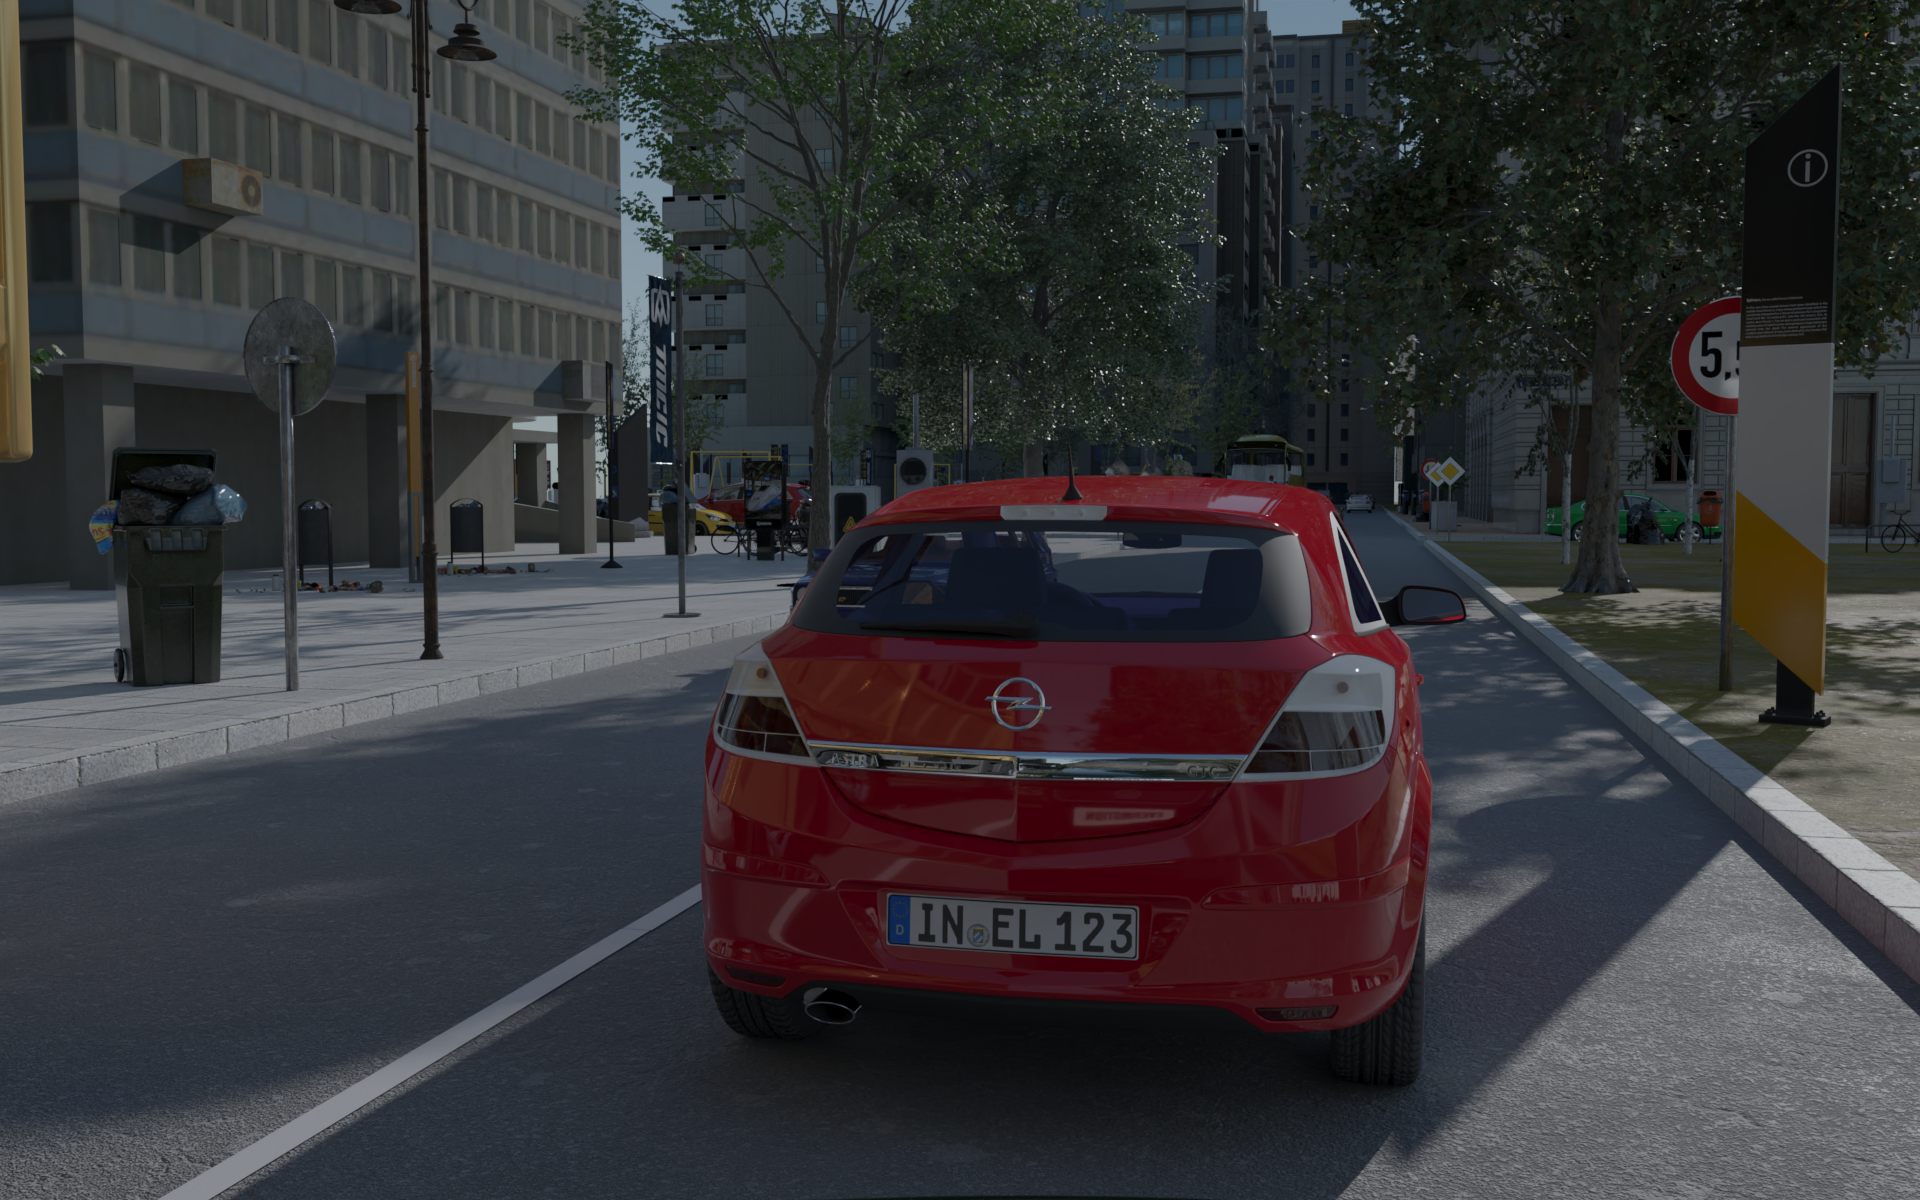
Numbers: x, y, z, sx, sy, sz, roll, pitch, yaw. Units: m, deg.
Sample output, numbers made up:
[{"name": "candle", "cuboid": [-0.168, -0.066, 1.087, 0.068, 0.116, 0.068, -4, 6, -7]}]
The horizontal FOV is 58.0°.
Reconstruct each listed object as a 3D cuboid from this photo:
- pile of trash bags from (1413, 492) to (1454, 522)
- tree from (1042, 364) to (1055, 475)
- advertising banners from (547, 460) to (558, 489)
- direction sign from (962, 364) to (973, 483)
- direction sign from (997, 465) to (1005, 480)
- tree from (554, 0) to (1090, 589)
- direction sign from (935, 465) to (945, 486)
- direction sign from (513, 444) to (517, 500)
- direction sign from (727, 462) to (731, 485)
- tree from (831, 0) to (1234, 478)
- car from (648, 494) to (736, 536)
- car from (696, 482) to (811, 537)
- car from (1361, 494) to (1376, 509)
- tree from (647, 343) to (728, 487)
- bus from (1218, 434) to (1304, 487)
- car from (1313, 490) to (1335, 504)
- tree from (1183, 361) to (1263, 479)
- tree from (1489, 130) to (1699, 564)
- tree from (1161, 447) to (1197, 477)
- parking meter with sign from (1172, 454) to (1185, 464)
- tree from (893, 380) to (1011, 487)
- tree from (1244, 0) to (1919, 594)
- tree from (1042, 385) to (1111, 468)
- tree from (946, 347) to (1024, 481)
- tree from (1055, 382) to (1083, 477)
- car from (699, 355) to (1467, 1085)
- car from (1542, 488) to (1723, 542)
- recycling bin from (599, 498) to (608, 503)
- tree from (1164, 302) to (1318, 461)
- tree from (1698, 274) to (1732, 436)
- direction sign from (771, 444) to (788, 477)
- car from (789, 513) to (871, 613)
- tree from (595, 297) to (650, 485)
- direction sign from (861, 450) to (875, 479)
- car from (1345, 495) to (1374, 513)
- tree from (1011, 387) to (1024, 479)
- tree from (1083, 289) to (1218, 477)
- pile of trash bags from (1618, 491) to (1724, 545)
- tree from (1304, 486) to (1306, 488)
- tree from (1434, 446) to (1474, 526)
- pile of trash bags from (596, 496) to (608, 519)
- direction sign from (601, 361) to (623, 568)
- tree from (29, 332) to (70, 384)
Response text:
[{"name": "pile of trash bags", "cuboid": [21.703, -4.264, 79.475, 1.912, 1.369, 3.447, 2, 4, 24]}, {"name": "tree", "cuboid": [5.549, -8.629, 91.454, 4.360, 8.622, 3.978, 0, 3, 0]}, {"name": "advertising banners", "cuboid": [-20.731, -5.720, 89.716, 2.074, 3.025, 0.090, -3, 5, -43]}, {"name": "direction sign", "cuboid": [0.132, -2.359, 30.574, 0.379, 3.537, 0.876, 1, 4, 12]}, {"name": "direction sign", "cuboid": [3.151, -8.690, 134.079, 0.876, 3.537, 0.379, -3, 4, -38]}, {"name": "tree", "cuboid": [-1.797, -5.978, 23.497, 9.928, 11.665, 9.643, 0, 3, 0]}, {"name": "direction sign", "cuboid": [-1.522, -8.588, 132.418, 0.876, 3.537, 0.379, -1, 4, -23]}, {"name": "direction sign", "cuboid": [-17.723, -4.699, 68.829, 0.379, 3.537, 0.876, 3, 5, 41]}, {"name": "direction sign", "cuboid": [-16.574, -8.092, 124.294, 0.379, 3.537, 0.876, 1, 4, 11]}, {"name": "tree", "cuboid": [1.659, -8.203, 40.780, 9.857, 13.997, 8.962, 0, 3, 0]}, {"name": "car", "cuboid": [-9.013, -2.702, 54.400, 3.980, 1.641, 2.015, 1, 4, 15]}, {"name": "car", "cuboid": [-7.065, -2.910, 56.250, 5.304, 1.827, 2.281, 1, 4, 12]}, {"name": "car", "cuboid": [38.370, -9.300, 164.064, 2.014, 1.417, 4.499, 1, 4, 11]}, {"name": "tree", "cuboid": [-13.667, -8.257, 85.363, 4.737, 8.622, 4.395, 0, 3, 0]}, {"name": "bus", "cuboid": [13.234, -5.094, 74.835, 2.896, 3.916, 12.252, 1, 4, 15]}, {"name": "car", "cuboid": [30.309, -8.368, 145.495, 2.281, 1.827, 5.304, 1, 4, 13]}, {"name": "tree", "cuboid": [14.523, -8.854, 95.128, 4.737, 8.622, 4.395, 0, 3, 0]}, {"name": "tree", "cuboid": [10.889, -4.970, 31.625, 4.360, 8.622, 3.978, 0, 3, 0]}, {"name": "tree", "cuboid": [8.978, -4.686, 71.225, 1.663, 3.219, 1.824, 0, 3, 0]}, {"name": "parking meter with sign", "cuboid": [9.792, -4.839, 75.377, 0.543, 3.016, 1.738, 2, 4, 28]}, {"name": "tree", "cuboid": [-0.477, -9.102, 99.175, 4.737, 8.622, 4.395, 0, 3, 0]}, {"name": "tree", "cuboid": [8.524, -6.445, 22.382, 9.611, 12.733, 9.660, 0, 3, 0]}, {"name": "tree", "cuboid": [7.662, -9.544, 106.404, 4.737, 8.622, 4.395, 0, 3, 0]}, {"name": "tree", "cuboid": [1.120, -7.934, 80.079, 4.360, 8.622, 3.978, 0, 3, 0]}, {"name": "tree", "cuboid": [7.245, -7.980, 80.836, 4.360, 8.622, 3.978, 0, 3, 0]}, {"name": "car", "cuboid": [0.609, 0.197, 5.825, 2.155, 1.783, 4.494, 1, 4, 13]}, {"name": "car", "cuboid": [18.792, -2.426, 48.454, 4.718, 1.807, 1.959, 1, 4, 13]}, {"name": "recycling bin", "cuboid": [-20.476, -5.277, 98.831, 0.722, 1.027, 0.722, 3, 5, 44]}, {"name": "tree", "cuboid": [17.510, -12.264, 110.890, 12.009, 13.543, 11.850, 0, 3, 0]}, {"name": "tree", "cuboid": [15.440, -5.300, 37.015, 4.360, 8.622, 3.978, 0, 3, 0]}, {"name": "direction sign", "cuboid": [-8.207, -5.315, 78.902, 0.876, 3.537, 0.379, 1, 4, 23]}, {"name": "car", "cuboid": [-0.225, -0.171, 15.378, 1.945, 1.354, 3.894, 1, 4, 13]}, {"name": "tree", "cuboid": [-12.820, -6.966, 64.256, 4.360, 8.622, 3.978, 0, 3, 0]}, {"name": "direction sign", "cuboid": [-4.738, -5.950, 89.287, 0.876, 3.537, 0.379, 2, 4, 34]}, {"name": "car", "cuboid": [30.206, -7.256, 130.995, 2.083, 1.381, 4.827, 1, 4, 14]}, {"name": "tree", "cuboid": [3.188, -9.777, 110.208, 4.737, 8.622, 4.395, 0, 3, 0]}, {"name": "tree", "cuboid": [6.916, -6.813, 61.760, 4.360, 8.622, 3.978, 0, 3, 0]}, {"name": "pile of trash bags", "cuboid": [17.714, -2.121, 44.433, 3.447, 1.369, 1.912, 2, 4, 28]}, {"name": "tree", "cuboid": [40.075, -12.882, 205.226, 1.663, 3.219, 1.824, 0, 3, 0]}, {"name": "tree", "cuboid": [19.671, -4.563, 69.201, 1.663, 3.219, 1.824, 0, 3, 0]}, {"name": "pile of trash bags", "cuboid": [-17.652, -4.664, 86.013, 3.447, 1.369, 1.912, -2, 4, -26]}, {"name": "direction sign", "cuboid": [-6.040, -2.320, 29.929, 0.379, 3.537, 0.876, 0, 4, -5]}, {"name": "tree", "cuboid": [-6.406, -0.944, 10.032, 1.663, 3.219, 1.824, 0, 3, 0]}]
